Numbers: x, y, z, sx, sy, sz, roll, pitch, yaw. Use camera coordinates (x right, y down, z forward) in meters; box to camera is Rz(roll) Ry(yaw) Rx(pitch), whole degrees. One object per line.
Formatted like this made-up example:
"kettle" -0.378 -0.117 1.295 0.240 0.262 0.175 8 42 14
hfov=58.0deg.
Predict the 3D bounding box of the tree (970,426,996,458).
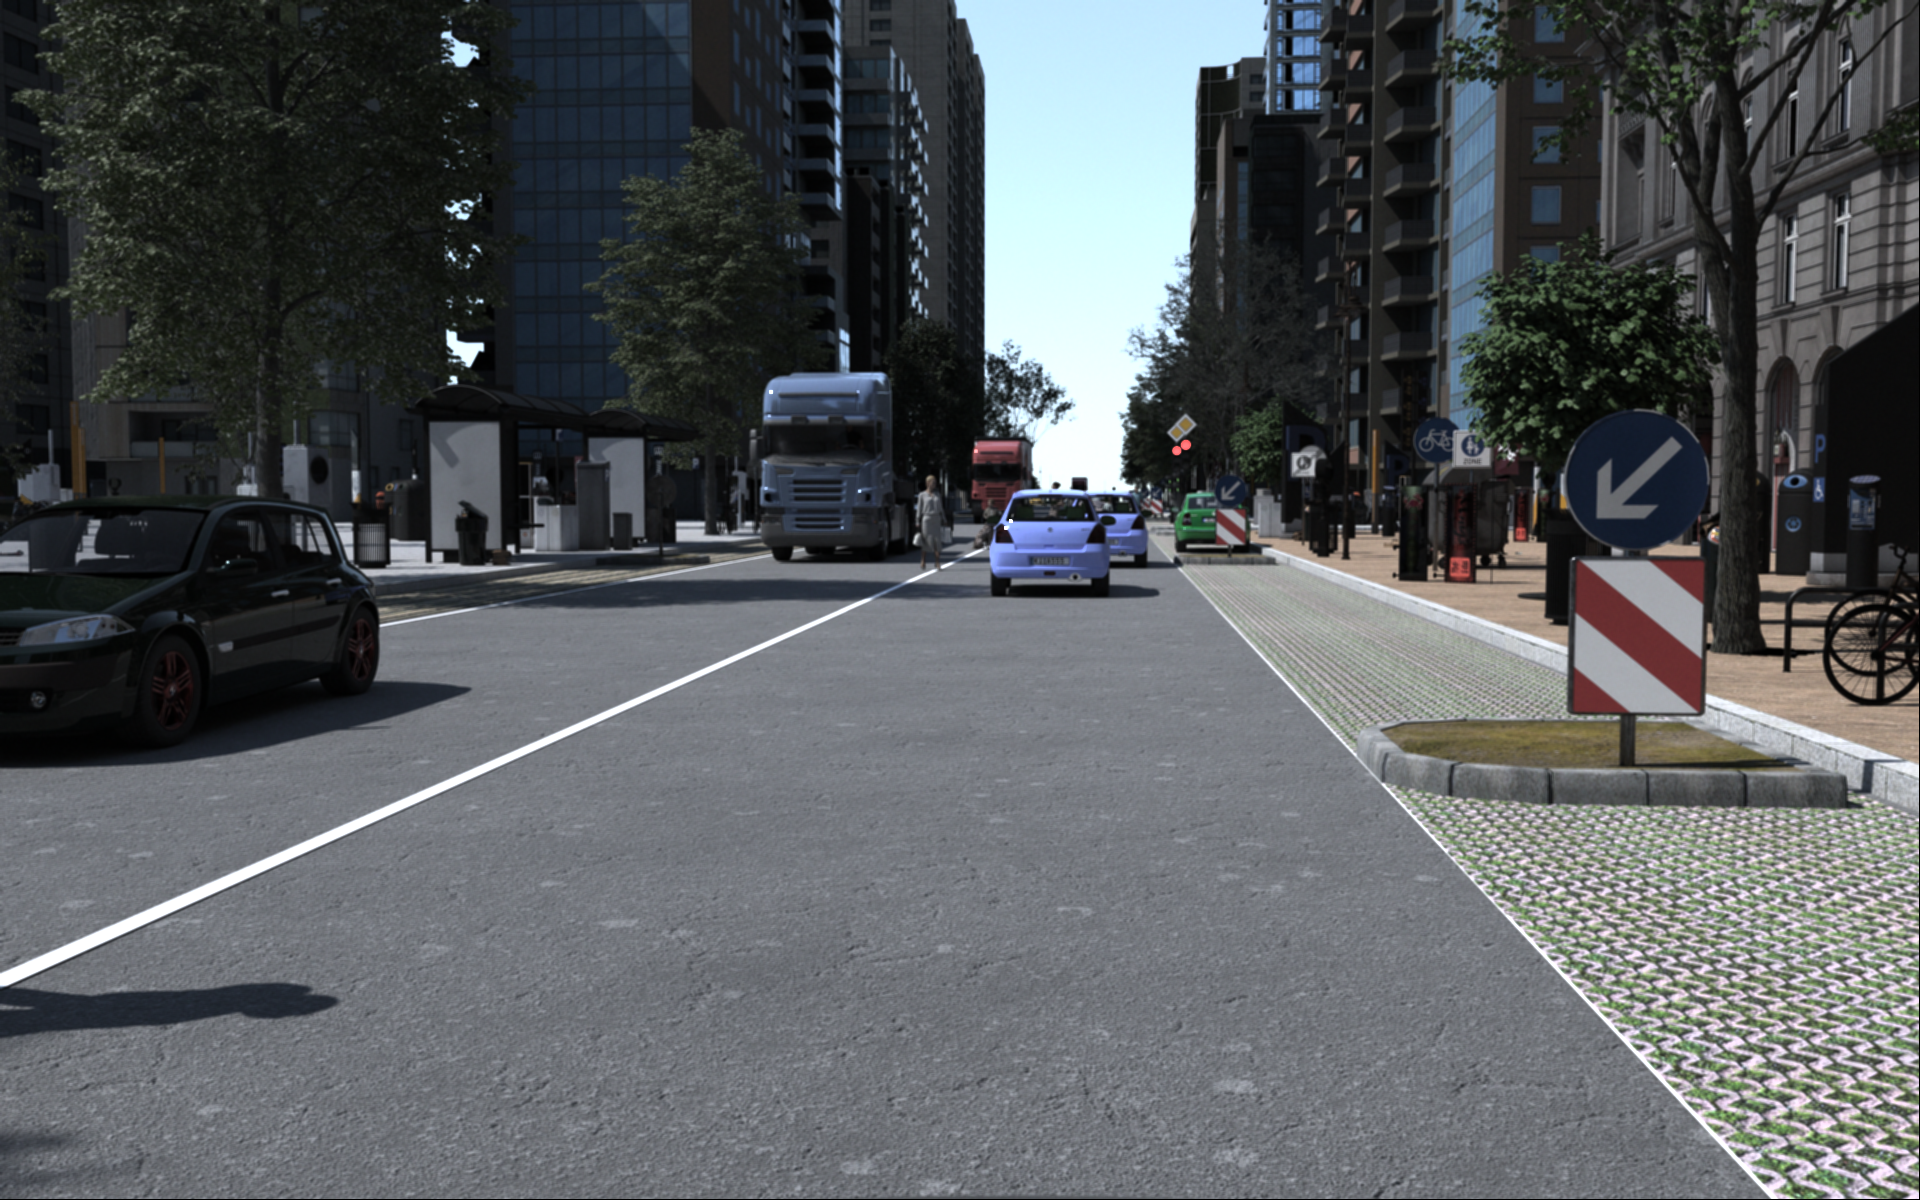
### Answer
"tree" 2.850 -13.933 178.173 4.360 8.622 3.978 0 3 0

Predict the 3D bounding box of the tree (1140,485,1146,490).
"tree" 29.021 -16.953 271.774 1.663 3.219 1.824 0 3 0

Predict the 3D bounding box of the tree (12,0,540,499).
"tree" -9.548 -6.499 24.387 7.486 12.596 7.792 0 3 0

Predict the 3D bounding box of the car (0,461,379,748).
"car" -5.208 -0.078 11.063 2.009 1.686 4.222 0 4 4

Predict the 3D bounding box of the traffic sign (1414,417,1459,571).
"traffic sign" 7.903 -1.750 28.725 0.768 2.556 0.104 1 4 11

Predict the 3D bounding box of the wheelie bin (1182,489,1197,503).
"wheelie bin" 18.069 -7.949 137.879 0.693 1.594 0.980 -2 4 -28

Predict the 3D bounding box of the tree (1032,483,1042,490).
"tree" 13.357 -18.398 295.415 1.663 3.219 1.824 0 3 0

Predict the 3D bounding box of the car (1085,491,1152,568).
"car" 2.924 -1.554 35.006 1.945 1.707 3.694 0 4 5

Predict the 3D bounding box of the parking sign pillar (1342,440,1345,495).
"parking sign pillar" 18.406 -5.929 85.410 1.447 3.967 1.447 -3 5 -41

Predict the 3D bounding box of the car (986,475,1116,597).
"car" 1.338 -0.976 25.555 1.945 1.707 3.694 0 4 3

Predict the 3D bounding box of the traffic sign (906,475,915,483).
"traffic sign" -3.427 -7.095 116.105 0.768 2.556 0.104 1 4 14

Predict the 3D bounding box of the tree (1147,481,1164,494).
"tree" 22.039 -11.983 190.521 1.663 3.219 1.824 0 3 0

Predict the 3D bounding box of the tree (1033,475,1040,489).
"tree" 10.376 -16.916 260.289 4.285 4.588 4.351 0 3 0

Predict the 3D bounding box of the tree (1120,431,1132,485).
"tree" 27.266 -20.875 259.424 7.486 12.596 7.792 0 3 0

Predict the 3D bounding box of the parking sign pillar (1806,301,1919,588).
"parking sign pillar" 12.683 -2.186 24.206 1.447 3.967 1.447 0 4 3

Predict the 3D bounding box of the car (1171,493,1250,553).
"car" 6.290 -2.117 43.405 1.959 1.807 4.718 0 4 6

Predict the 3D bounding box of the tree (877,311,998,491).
"tree" -2.139 -11.734 108.860 9.611 12.733 9.660 0 3 0

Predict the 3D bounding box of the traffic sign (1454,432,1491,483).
"traffic sign" 8.241 -1.577 27.909 0.606 2.300 0.079 0 4 6

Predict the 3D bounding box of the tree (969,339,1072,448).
"tree" 6.622 -21.596 208.975 12.611 20.169 13.585 0 3 0

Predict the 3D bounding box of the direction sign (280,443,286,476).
"direction sign" -30.187 -5.172 76.556 0.876 3.537 0.379 -3 5 -43

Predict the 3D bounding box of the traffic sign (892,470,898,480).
"traffic sign" -3.644 -5.713 93.409 0.884 2.594 0.081 1 4 10

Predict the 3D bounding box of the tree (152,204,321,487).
"tree" -17.587 -5.631 42.430 4.360 8.622 3.978 0 3 0

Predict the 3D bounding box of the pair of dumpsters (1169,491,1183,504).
"pair of dumpsters" 17.870 -8.486 141.234 1.574 2.255 4.437 0 4 5

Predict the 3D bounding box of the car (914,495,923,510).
"car" -2.043 -4.267 81.761 2.014 1.417 4.499 0 4 5

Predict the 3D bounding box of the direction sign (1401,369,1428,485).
"direction sign" 8.304 -2.430 31.729 0.379 3.537 0.876 3 5 44

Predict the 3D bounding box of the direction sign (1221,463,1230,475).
"direction sign" 19.068 -8.099 124.417 0.379 3.537 0.876 -3 5 -40

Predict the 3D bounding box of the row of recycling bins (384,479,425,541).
"row of recycling bins" -15.503 -2.546 48.735 1.069 1.692 3.534 -2 4 -25

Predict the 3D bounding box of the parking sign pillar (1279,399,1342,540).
"parking sign pillar" 9.839 -3.719 49.285 1.447 3.967 1.447 0 4 -6

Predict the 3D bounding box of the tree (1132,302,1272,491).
"tree" 14.753 -11.268 102.359 7.486 12.596 7.792 0 3 0

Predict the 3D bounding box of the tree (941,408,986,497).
"tree" -0.157 -10.970 129.720 4.737 8.622 4.395 0 3 0

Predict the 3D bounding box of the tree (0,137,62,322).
"tree" -18.561 -4.939 31.116 4.737 8.622 4.395 0 3 0

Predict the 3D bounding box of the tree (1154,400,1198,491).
"tree" 16.784 -11.116 132.115 4.737 8.622 4.395 0 3 0

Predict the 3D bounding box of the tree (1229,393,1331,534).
"tree" 10.416 -4.441 56.325 4.285 4.588 4.351 0 3 0

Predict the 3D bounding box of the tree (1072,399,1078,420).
"tree" 10.316 -23.400 238.471 12.611 20.169 13.585 0 3 0

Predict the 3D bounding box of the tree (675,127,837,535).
"tree" -7.704 -8.292 53.697 7.486 12.596 7.792 0 3 0

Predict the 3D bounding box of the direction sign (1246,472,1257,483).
"direction sign" 21.216 -8.208 126.204 0.876 3.537 0.379 2 4 25

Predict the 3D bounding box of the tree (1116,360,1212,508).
"tree" 19.029 -15.311 156.989 9.857 13.997 8.962 0 3 0

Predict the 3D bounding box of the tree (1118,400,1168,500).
"tree" 23.859 -17.835 208.607 9.611 12.733 9.660 0 3 0

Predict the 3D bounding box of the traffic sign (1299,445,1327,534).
"traffic sign" 9.186 -2.763 45.275 0.768 2.556 0.104 1 4 11

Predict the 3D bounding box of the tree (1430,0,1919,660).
"tree" 6.135 -5.382 13.746 9.928 11.665 9.643 0 3 0

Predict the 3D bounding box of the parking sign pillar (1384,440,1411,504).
"parking sign pillar" 21.692 -5.955 85.841 1.447 3.967 1.447 -1 4 -10

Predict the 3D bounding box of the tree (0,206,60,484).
"tree" -23.615 -5.573 41.483 4.360 8.622 3.978 0 3 0

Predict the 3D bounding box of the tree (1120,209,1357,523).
"tree" 11.991 -10.109 75.646 12.009 13.543 11.850 0 3 0

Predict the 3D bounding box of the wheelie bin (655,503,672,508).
"wheelie bin" -14.022 -4.518 81.777 0.980 1.594 0.693 1 4 17

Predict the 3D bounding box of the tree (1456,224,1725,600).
"tree" 7.592 -2.289 21.135 4.285 4.588 4.351 0 3 0

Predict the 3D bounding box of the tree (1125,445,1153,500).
"tree" 31.040 -21.795 290.759 7.601 10.594 8.767 3 5 41

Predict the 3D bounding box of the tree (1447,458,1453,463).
"tree" 21.009 -4.842 73.773 1.663 3.219 1.824 0 3 0

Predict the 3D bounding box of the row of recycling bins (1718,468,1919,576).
"row of recycling bins" 13.552 -1.216 26.993 1.069 1.692 3.534 -3 4 -38

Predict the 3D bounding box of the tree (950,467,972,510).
"tree" 0.278 -9.569 140.174 4.285 4.588 4.351 0 3 0

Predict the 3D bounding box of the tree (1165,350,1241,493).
"tree" 12.227 -8.252 85.282 4.360 8.622 3.978 0 3 0
